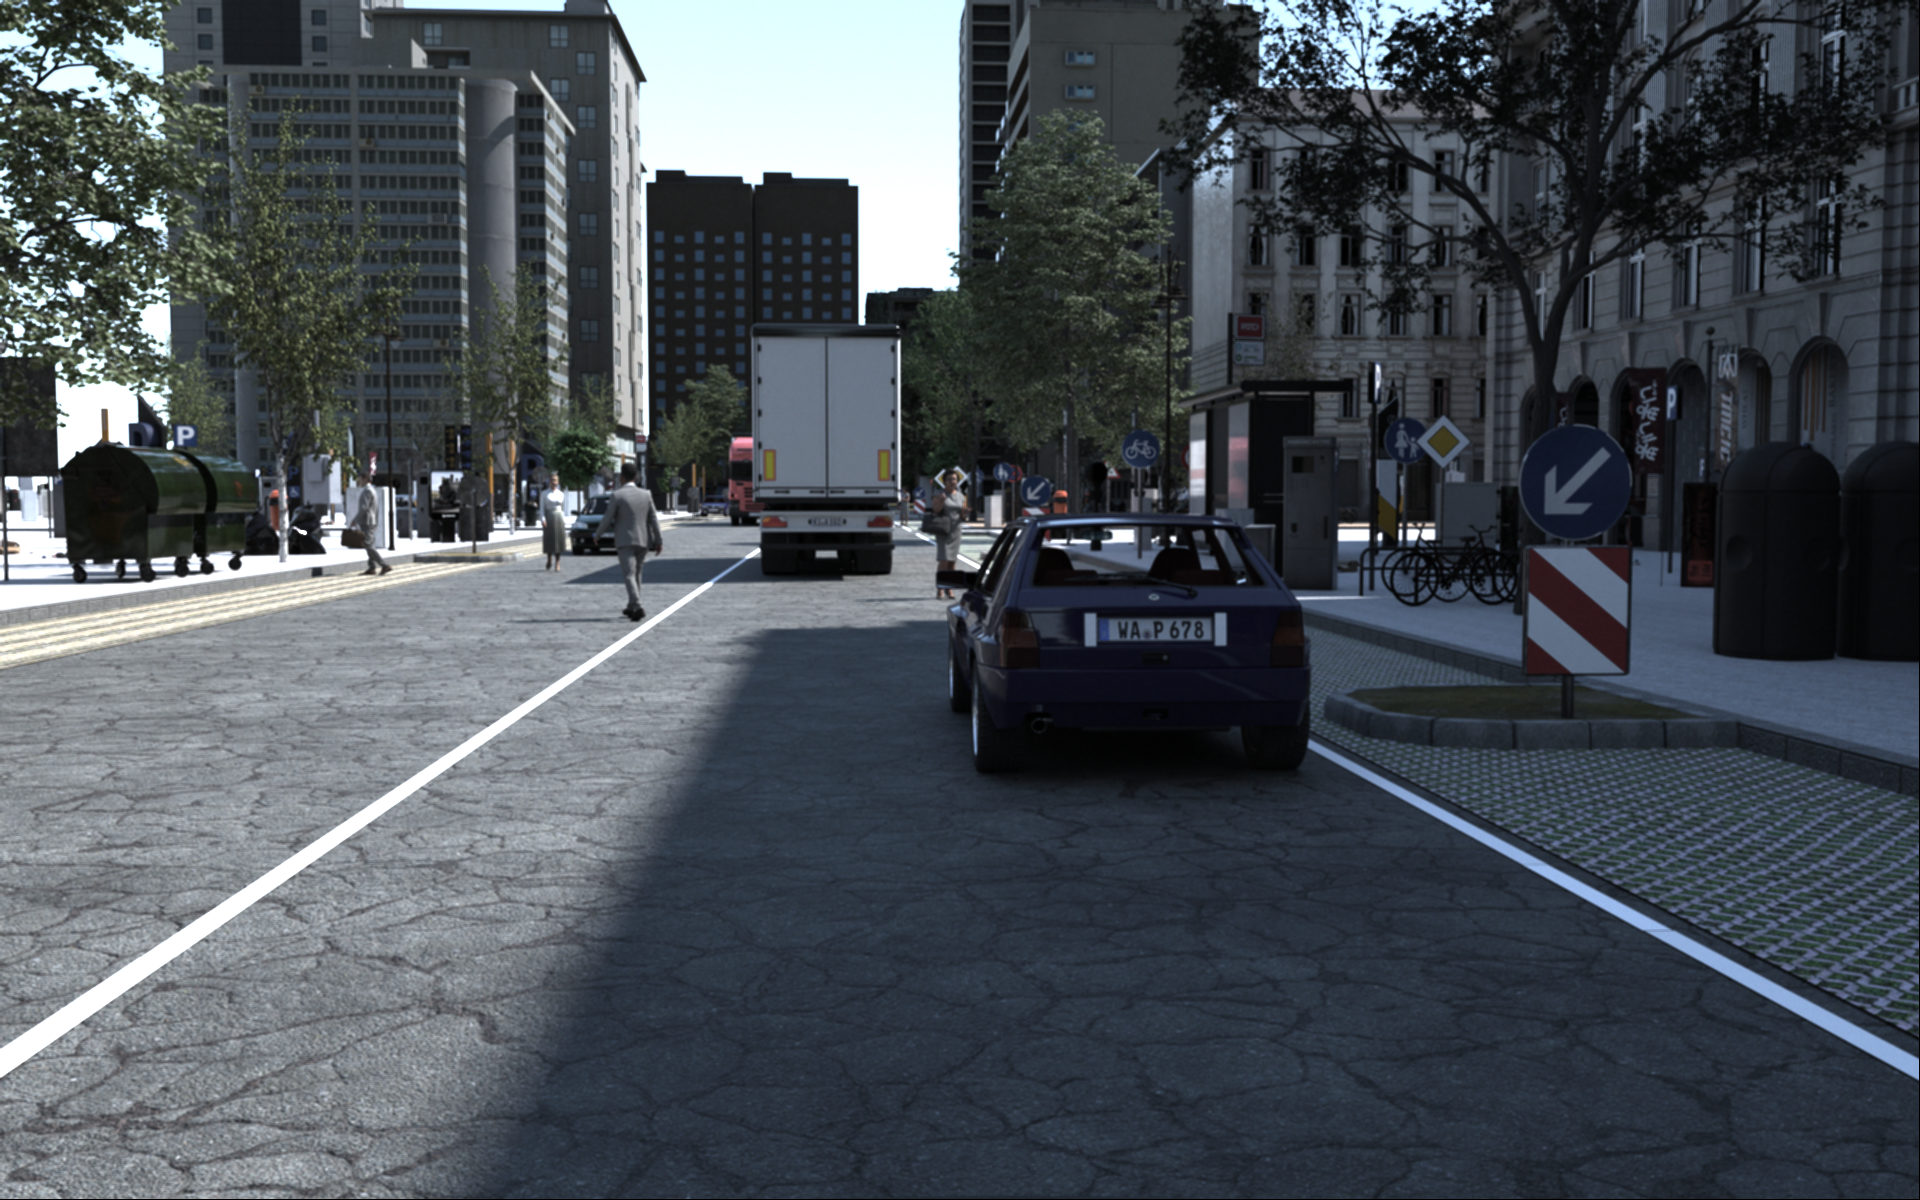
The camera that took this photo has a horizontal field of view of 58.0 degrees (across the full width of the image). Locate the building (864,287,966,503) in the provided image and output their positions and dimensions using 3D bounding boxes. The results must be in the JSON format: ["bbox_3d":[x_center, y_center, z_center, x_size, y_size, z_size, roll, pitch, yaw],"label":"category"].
[{"bbox_3d":[-6.466,-28.952,245.067,14.107,30.474,14.160,0,4,-4],"label":"building"}]

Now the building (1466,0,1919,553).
[{"bbox_3d":[21.444,-11.957,37.303,13.314,21.916,24.055,0,4,-4],"label":"building"}]

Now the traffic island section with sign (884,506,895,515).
[{"bbox_3d":[-4.156,-6.832,120.325,1.989,1.847,2.006,0,4,-4],"label":"traffic island section with sign"}]

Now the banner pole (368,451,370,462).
[{"bbox_3d":[-34.439,-6.815,101.444,0.401,3.779,0.863,1,4,12],"label":"banner pole"}]

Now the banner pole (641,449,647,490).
[{"bbox_3d":[-17.601,-6.520,96.614,0.401,3.779,0.863,-3,4,-36],"label":"banner pole"}]

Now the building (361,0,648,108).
[{"bbox_3d":[-49.513,-36.757,190.217,27.495,52.752,28.713,0,4,-4],"label":"building"}]

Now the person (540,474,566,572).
[{"bbox_3d":[-7.577,-1.434,32.178,0.478,1.798,0.641,-1,4,-19],"label":"person"}]

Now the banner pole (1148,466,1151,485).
[{"bbox_3d":[6.523,-4.335,60.892,0.401,3.779,0.863,-1,4,-19],"label":"banner pole"}]

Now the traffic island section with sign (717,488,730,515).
[{"bbox_3d":[-15.965,-6.754,119.050,1.989,1.847,2.006,0,4,-4],"label":"traffic island section with sign"}]

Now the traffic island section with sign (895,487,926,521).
[{"bbox_3d":[-2.328,-5.187,93.432,1.989,1.847,2.006,0,4,-4],"label":"traffic island section with sign"}]

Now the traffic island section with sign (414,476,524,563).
[{"bbox_3d":[-10.358,-1.719,36.733,1.989,1.847,2.006,0,4,-4],"label":"traffic island section with sign"}]

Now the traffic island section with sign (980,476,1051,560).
[{"bbox_3d":[1.468,-1.785,37.815,1.989,1.847,2.006,0,4,-4],"label":"traffic island section with sign"}]

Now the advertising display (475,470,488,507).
[{"bbox_3d":[-12.928,-2.545,46.825,0.123,1.923,0.974,0,4,-2],"label":"advertising display"}]

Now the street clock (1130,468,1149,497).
[{"bbox_3d":[4.789,-2.547,46.214,0.471,2.002,0.358,1,4,14],"label":"street clock"}]

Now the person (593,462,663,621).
[{"bbox_3d":[-3.755,-0.671,19.753,0.678,1.792,0.850,-2,4,-35],"label":"person"}]

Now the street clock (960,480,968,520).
[{"bbox_3d":[0.170,-4.944,85.402,0.358,2.002,0.471,2,4,28],"label":"street clock"}]

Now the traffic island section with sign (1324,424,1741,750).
[{"bbox_3d":[3.334,-0.120,10.597,1.989,1.847,2.006,0,4,-4],"label":"traffic island section with sign"}]

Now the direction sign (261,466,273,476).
[{"bbox_3d":[-55.699,-9.003,139.196,0.876,3.537,0.379,-1,4,-18],"label":"direction sign"}]

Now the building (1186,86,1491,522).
[{"bbox_3d":[21.006,-14.421,84.930,18.267,20.994,9.793,0,4,-4],"label":"building"}]

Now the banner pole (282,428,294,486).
[{"bbox_3d":[-25.638,-4.657,66.155,0.863,3.779,0.401,0,4,6],"label":"banner pole"}]

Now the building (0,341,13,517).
[{"bbox_3d":[-35.261,-12.494,40.428,21.152,22.565,11.583,0,4,-4],"label":"building"}]

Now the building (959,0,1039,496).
[{"bbox_3d":[10.643,-49.555,248.474,20.611,71.187,20.563,0,4,-4],"label":"building"}]

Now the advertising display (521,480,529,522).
[{"bbox_3d":[-19.908,-4.534,79.348,0.123,1.923,0.974,-2,4,-28],"label":"advertising display"}]

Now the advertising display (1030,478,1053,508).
[{"bbox_3d":[3.246,-3.959,69.936,0.974,1.923,0.123,3,5,41],"label":"advertising display"}]

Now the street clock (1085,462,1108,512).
[{"bbox_3d":[3.085,-2.118,39.206,0.471,2.002,0.358,-2,4,-24],"label":"street clock"}]

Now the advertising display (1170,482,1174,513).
[{"bbox_3d":[11.367,-5.383,93.232,0.123,1.923,0.974,2,4,30],"label":"advertising display"}]

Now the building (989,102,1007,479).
[{"bbox_3d":[15.802,-35.140,194.155,23.786,49.044,30.456,0,4,-4],"label":"building"}]

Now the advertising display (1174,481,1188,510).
[{"bbox_3d":[11.277,-5.009,87.108,0.123,1.923,0.974,-3,5,-40],"label":"advertising display"}]

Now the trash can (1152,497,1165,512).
[{"bbox_3d":[9.590,-4.318,82.251,0.748,1.137,0.748,0,3,0],"label":"trash can"}]

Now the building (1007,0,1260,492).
[{"bbox_3d":[16.188,-33.300,168.157,21.300,48.544,21.600,0,4,-4],"label":"building"}]

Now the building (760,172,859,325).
[{"bbox_3d":[-21.356,-36.311,243.798,14.200,45.320,14.600,0,4,-4],"label":"building"}]

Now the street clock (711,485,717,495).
[{"bbox_3d":[-20.098,-8.374,141.476,0.358,2.002,0.471,2,4,29],"label":"street clock"}]

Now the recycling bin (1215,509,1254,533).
[{"bbox_3d":[4.824,-1.063,29.937,0.722,1.027,0.722,0,4,-3],"label":"recycling bin"}]

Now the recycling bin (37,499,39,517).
[{"bbox_3d":[-51.939,-5.147,96.704,0.722,1.027,0.722,-3,5,-40],"label":"recycling bin"}]

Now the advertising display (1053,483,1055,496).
[{"bbox_3d":[4.955,-5.709,98.559,0.974,1.923,0.123,-2,4,-32],"label":"advertising display"}]

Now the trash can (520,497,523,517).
[{"bbox_3d":[-22.148,-4.711,88.680,0.748,1.137,0.748,0,3,0],"label":"trash can"}]

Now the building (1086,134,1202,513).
[{"bbox_3d":[17.042,-17.777,109.728,14.314,24.678,30.058,0,4,-4],"label":"building"}]

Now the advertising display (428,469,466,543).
[{"bbox_3d":[-13.434,-2.457,45.381,0.974,1.923,0.123,-3,5,-39],"label":"advertising display"}]

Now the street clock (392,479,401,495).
[{"bbox_3d":[-27.842,-4.953,85.551,0.471,2.002,0.358,-1,4,-12],"label":"street clock"}]

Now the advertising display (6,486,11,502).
[{"bbox_3d":[-73.006,-7.766,132.193,0.974,1.923,0.123,-2,4,-34],"label":"advertising display"}]

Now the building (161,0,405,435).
[{"bbox_3d":[-73.816,-46.132,192.516,20.611,71.187,20.563,0,4,-4],"label":"building"}]

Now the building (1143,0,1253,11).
[{"bbox_3d":[31.487,-49.648,249.989,20.611,71.187,20.563,0,4,-4],"label":"building"}]

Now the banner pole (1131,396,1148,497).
[{"bbox_3d":[4.475,-3.331,44.483,0.401,3.779,0.863,0,4,-5],"label":"banner pole"}]

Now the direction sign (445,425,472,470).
[{"bbox_3d":[-16.512,-3.979,57.058,0.876,3.537,0.379,0,4,3],"label":"direction sign"}]

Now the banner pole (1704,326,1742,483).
[{"bbox_3d":[11.274,-2.186,25.762,0.401,3.779,0.863,-1,4,-17],"label":"banner pole"}]

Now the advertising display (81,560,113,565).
[{"bbox_3d":[-15.721,-1.621,31.725,0.123,1.923,0.974,1,4,21],"label":"advertising display"}]

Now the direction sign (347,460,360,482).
[{"bbox_3d":[-40.384,-7.547,115.384,0.876,3.537,0.379,1,4,9],"label":"direction sign"}]

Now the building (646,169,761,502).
[{"bbox_3d":[-35.752,-36.206,242.085,14.200,45.320,14.600,0,4,-4],"label":"building"}]

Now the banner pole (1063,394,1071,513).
[{"bbox_3d":[2.681,-3.277,43.591,0.401,3.779,0.863,-1,4,-9],"label":"banner pole"}]

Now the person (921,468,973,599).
[{"bbox_3d":[-0.186,-0.901,23.587,0.716,1.782,0.532,-2,4,-29],"label":"person"}]

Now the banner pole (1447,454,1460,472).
[{"bbox_3d":[22.511,-5.456,79.220,0.863,3.779,0.401,-1,4,-21],"label":"banner pole"}]

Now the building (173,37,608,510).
[{"bbox_3d":[-47.847,-28.142,152.008,32.217,40.220,23.993,0,4,-4],"label":"building"}]

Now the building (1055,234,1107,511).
[{"bbox_3d":[13.349,-18.694,134.524,11.050,23.489,19.941,0,4,-4],"label":"building"}]

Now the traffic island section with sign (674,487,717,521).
[{"bbox_3d":[-14.142,-5.109,92.156,1.989,1.847,2.006,0,4,-4],"label":"traffic island section with sign"}]
